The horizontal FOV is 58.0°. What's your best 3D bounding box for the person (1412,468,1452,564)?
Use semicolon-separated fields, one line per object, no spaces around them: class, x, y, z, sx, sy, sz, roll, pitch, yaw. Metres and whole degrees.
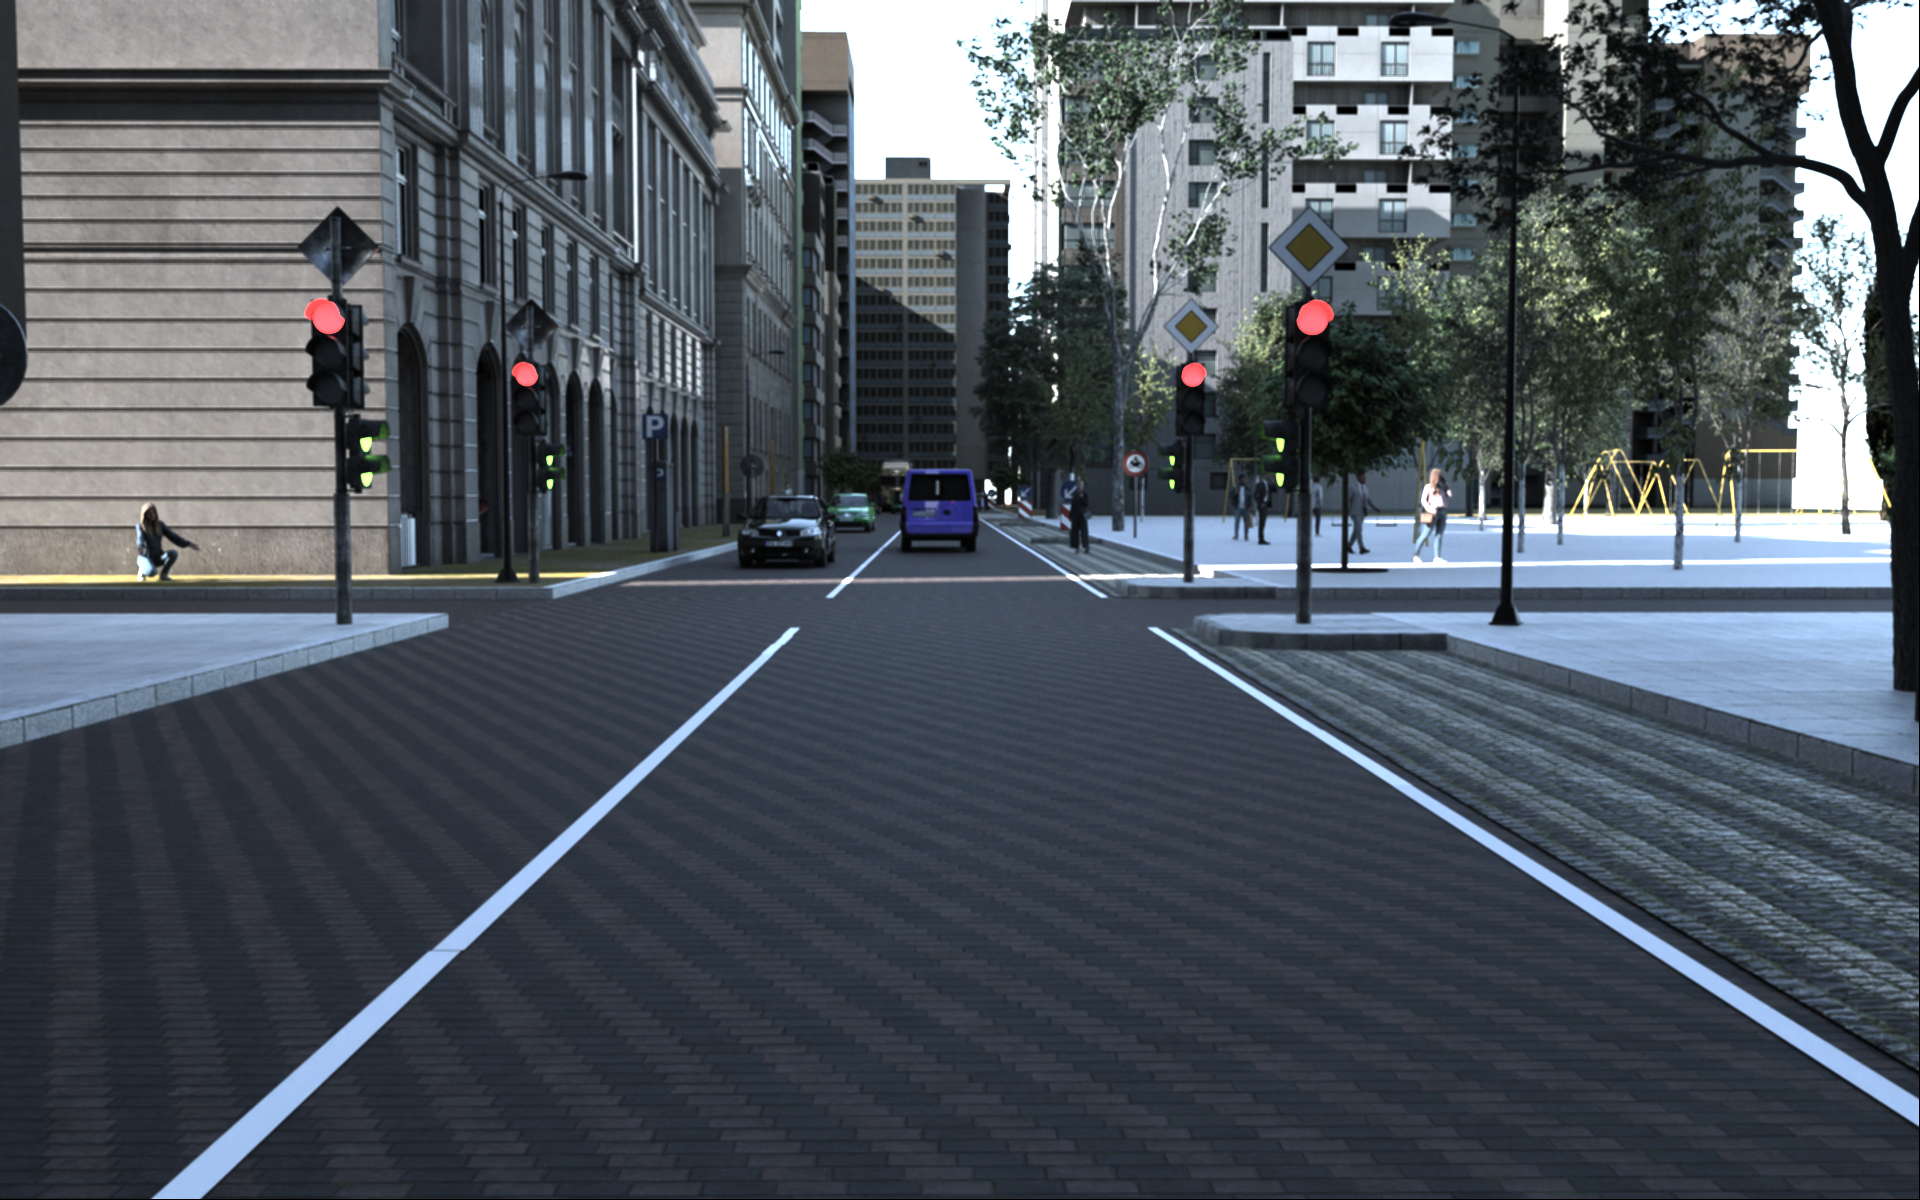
person;8.686;-1.548;31.938;0.593;1.750;0.643;-2;4;-29

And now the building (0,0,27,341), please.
building;-15.697;-21.884;7.911;14.200;45.320;14.600;0;4;-1

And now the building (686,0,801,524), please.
building;-15.096;-17.696;86.590;12.463;27.353;25.104;0;4;-1

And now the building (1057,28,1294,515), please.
building;13.175;-20.790;111.611;14.160;30.474;14.107;0;4;-1

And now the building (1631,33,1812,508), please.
building;70.685;-31.599;166.749;14.200;45.320;14.600;0;4;-1

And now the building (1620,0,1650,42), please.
building;66.269;-46.283;194.979;20.611;71.187;20.563;0;4;-1

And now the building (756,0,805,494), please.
building;-17.213;-25.873;106.611;14.154;41.232;14.086;0;4;-1

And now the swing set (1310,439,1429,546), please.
swing set;10.374;-2.830;43.888;3.119;2.851;2.862;1;4;8

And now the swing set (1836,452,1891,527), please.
swing set;33.432;-4.142;65.342;2.862;2.851;3.119;0;4;1

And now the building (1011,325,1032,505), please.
building;20.866;-21.690;199.665;28.899;21.520;27.650;0;4;-1

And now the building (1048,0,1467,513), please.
building;20.941;-33.183;131.780;28.713;52.752;27.495;0;4;-1

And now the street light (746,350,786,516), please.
street light;-6.325;-5.109;56.079;1.470;5.913;1.316;0;4;-1

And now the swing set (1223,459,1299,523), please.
swing set;13.455;-4.821;76.444;3.119;2.851;2.862;0;4;-4

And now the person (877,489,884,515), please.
person;-5.453;-6.732;119.009;0.568;1.767;0.683;-2;4;-23

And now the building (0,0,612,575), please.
building;-15.020;-12.013;38.209;13.314;21.916;24.055;0;4;-1

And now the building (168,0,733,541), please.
building;-16.210;-13.481;62.208;13.314;21.916;24.055;0;4;-1

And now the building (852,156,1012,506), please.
building;-6.075;-31.201;202.017;23.993;40.220;32.217;0;4;-1

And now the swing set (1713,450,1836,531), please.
swing set;28.932;-3.917;61.665;3.119;2.851;2.862;1;4;10

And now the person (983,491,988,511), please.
person;1.953;-7.433;131.497;0.415;1.643;0.593;1;4;13

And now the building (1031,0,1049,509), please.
building;17.114;-37.759;159.365;21.231;58.520;28.212;0;4;-1

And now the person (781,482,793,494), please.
person;-7.508;-4.240;75.574;0.606;1.804;0.583;-2;4;-26

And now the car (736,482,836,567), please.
car;-3.485;-1.558;35.261;2.009;1.686;4.222;0;4;0

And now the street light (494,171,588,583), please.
street light;-6.052;-3.211;25.046;1.470;5.913;1.316;0;4;-1

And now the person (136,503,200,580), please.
person;-11.828;-0.865;25.691;0.738;1.151;1.012;3;5;44

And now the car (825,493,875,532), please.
car;-4.211;-3.527;66.469;1.959;1.807;4.718;0;3;0

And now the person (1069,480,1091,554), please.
person;2.870;-1.995;41.535;0.576;1.772;0.534;1;4;15

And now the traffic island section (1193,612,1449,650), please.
traffic island section;3.437;0.310;17.220;2.009;0.180;2.903;0;4;-1

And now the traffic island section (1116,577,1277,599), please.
traffic island section;3.349;-0.179;25.205;2.009;0.180;2.903;0;4;-1

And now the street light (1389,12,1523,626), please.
street light;4.839;-2.712;16.881;1.470;5.913;1.316;0;4;-1

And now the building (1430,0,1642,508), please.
building;51.910;-33.045;163.988;21.600;48.544;21.300;0;4;-1

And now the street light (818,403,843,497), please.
street light;-6.630;-7.069;88.120;1.470;5.913;1.316;0;4;-1

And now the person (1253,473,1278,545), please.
person;7.821;-2.376;44.252;0.474;1.900;0.648;2;4;34

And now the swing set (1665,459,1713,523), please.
swing set;32.622;-4.957;78.674;2.862;2.851;3.119;0;4;-6

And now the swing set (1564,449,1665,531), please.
swing set;23.253;-3.931;61.893;2.862;2.851;3.119;1;4;11

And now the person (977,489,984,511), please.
person;1.567;-8.204;142.631;0.705;1.824;1.348;3;5;42

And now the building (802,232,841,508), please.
building;-23.510;-17.363;128.929;27.650;21.520;28.899;0;4;-1

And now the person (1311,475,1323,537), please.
person;10.630;-2.832;52.187;0.795;1.843;0.661;-3;4;-37

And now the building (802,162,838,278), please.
building;-18.041;-23.160;150.375;14.160;30.474;14.107;0;4;-1

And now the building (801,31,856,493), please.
building;-17.447;-31.551;165.964;14.200;45.320;14.600;0;4;-1

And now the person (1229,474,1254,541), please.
person;7.730;-2.518;47.199;0.794;1.824;0.713;2;4;26

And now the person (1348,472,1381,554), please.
person;8.567;-1.890;37.222;0.678;1.792;0.850;-2;4;-34
